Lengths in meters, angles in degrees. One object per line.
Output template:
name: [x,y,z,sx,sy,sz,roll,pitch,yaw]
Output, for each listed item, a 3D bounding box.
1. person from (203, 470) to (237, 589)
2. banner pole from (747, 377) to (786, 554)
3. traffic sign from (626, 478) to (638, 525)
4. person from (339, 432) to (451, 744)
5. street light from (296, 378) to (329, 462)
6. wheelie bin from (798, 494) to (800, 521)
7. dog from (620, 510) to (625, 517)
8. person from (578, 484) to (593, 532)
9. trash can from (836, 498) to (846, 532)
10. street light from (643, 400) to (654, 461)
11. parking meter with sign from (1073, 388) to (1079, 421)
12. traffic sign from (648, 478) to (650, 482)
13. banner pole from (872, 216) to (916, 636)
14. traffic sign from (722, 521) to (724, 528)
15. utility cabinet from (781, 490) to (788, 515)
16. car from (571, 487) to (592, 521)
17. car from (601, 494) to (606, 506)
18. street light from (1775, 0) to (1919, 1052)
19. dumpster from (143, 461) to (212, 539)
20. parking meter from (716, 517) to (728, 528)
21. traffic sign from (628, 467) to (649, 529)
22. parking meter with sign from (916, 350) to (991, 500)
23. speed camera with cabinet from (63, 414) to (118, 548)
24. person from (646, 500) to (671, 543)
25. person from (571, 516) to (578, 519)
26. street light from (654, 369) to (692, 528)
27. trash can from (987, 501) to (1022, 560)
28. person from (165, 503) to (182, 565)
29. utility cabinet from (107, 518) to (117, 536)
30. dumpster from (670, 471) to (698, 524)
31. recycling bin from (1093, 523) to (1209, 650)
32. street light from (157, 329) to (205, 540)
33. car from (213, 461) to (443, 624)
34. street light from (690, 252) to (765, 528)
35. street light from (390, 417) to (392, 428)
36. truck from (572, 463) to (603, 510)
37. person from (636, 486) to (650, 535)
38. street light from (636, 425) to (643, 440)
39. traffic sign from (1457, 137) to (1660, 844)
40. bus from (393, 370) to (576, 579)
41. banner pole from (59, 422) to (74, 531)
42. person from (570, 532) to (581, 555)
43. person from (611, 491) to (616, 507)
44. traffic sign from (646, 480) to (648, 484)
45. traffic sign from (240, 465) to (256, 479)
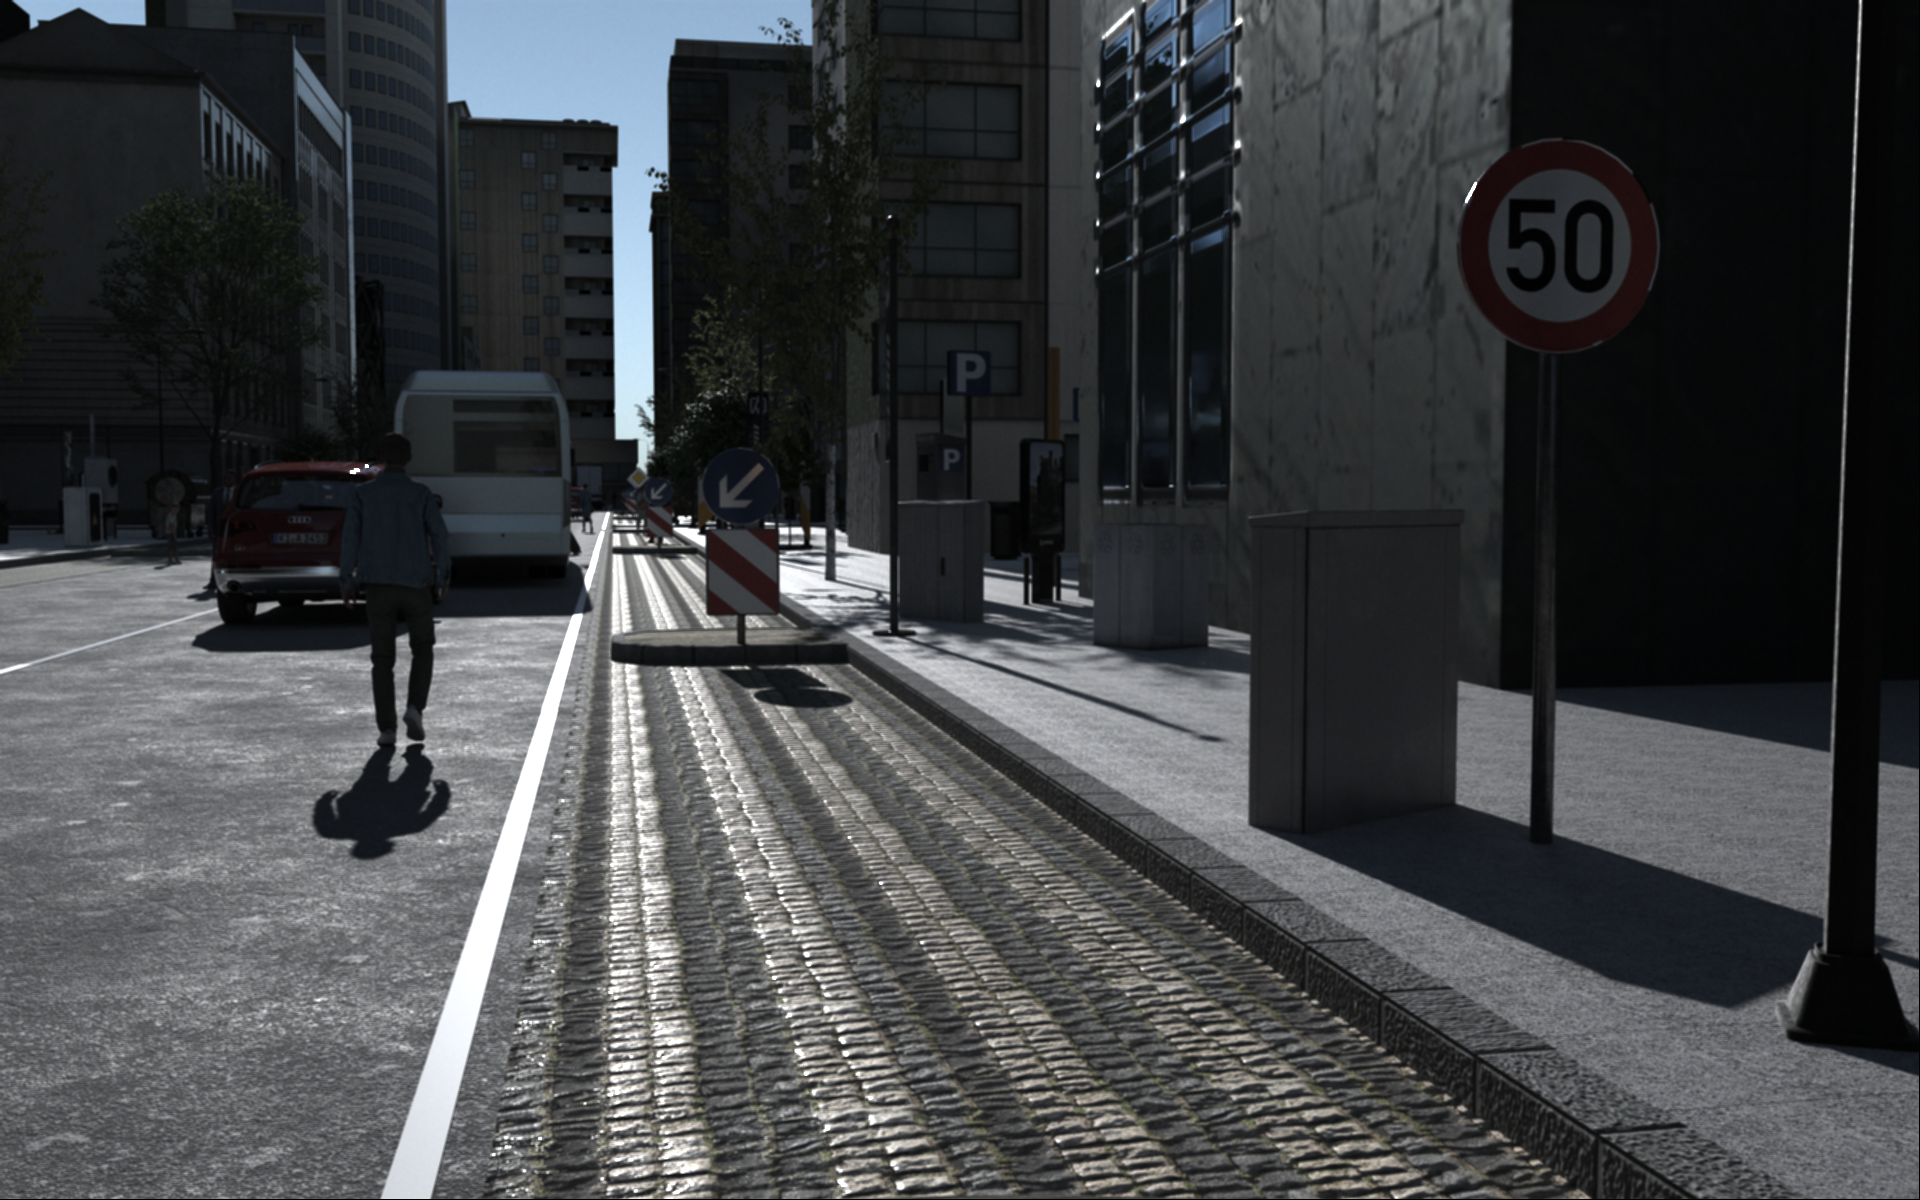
person: [-11.167,-1.082,26.378,0.721,1.800,0.419,-2,4,-23]
banner pole: [-4.175,-2.889,37.257,0.863,3.779,0.401,0,4,8]
traffic sign: [-13.499,-4.194,72.215,0.795,2.450,0.064,-1,4,-11]
person: [-3.217,-0.064,9.888,0.601,1.785,0.444,-1,4,-14]
street light: [-26.032,-5.934,69.557,1.470,5.913,1.316,-1,4,-11]
wheelie bin: [-7.222,-4.550,82.295,0.693,1.594,0.980,3,5,44]
dog: [-19.669,-4.991,100.887,0.540,0.507,0.406,1,4,15]
person: [-13.963,-3.436,64.695,0.581,1.822,0.654,-2,4,-34]
trash can: [-3.785,-2.857,58.359,0.748,1.137,0.748,0,3,0]
street light: [-14.860,-6.943,86.058,1.470,5.913,1.316,-1,4,-11]
parking meter with sign: [2.471,-2.011,29.138,0.543,3.016,1.738,2,4,25]
traffic sign: [-22.269,-7.681,125.689,0.768,2.556,0.104,0,4,-2]
banner pole: [-0.636,-1.584,15.919,0.401,3.779,0.863,-1,4,-9]
traffic sign: [-7.360,-3.278,53.705,0.768,2.556,0.104,0,4,-3]
utility cabinet: [-10.597,-5.913,105.358,0.318,1.500,1.173,0,4,5]
car: [-20.959,-5.172,93.232,2.281,1.827,5.304,-1,4,-13]
car: [-43.089,-12.024,205.259,2.281,1.827,5.304,-1,4,-10]
street light: [1.590,-1.916,3.870,1.470,5.913,1.316,-1,4,-11]
dumpster: [-22.919,-2.949,50.709,1.502,2.255,1.985,-1,4,-11]
parking meter: [-7.769,-2.938,56.446,0.372,1.533,0.369,0,3,0]
traffic sign: [-11.933,-3.715,64.385,0.795,2.450,0.064,-1,4,-11]
parking meter with sign: [-0.223,-1.566,21.871,0.543,3.016,1.738,-2,4,-24]
speed camera with cabinet: [-21.303,-2.943,42.449,0.660,3.252,2.038,0,4,-6]
person: [-8.718,-2.529,50.039,0.721,1.800,0.419,0,4,6]
person: [-22.168,-5.574,99.842,0.606,1.804,0.583,-3,5,-40]
street light: [-10.518,-5.623,64.479,1.470,5.913,1.316,-1,4,-11]
trash can: [0.898,-1.359,33.868,0.748,1.137,0.748,0,3,0]
person: [-15.996,-1.348,35.224,0.352,1.250,0.332,1,4,11]
utility cabinet: [-26.164,-2.670,52.327,1.173,1.500,0.318,-1,4,-19]
dumpster: [-11.764,-4.393,74.317,1.502,2.255,1.985,-1,4,-11]
recycling bin: [1.616,-0.128,14.653,0.722,1.027,0.722,-3,4,-38]
street light: [-21.949,-4.666,48.836,1.470,5.913,1.316,-1,4,-11]
car: [-7.469,-0.744,20.833,2.281,1.827,5.304,-1,4,-11]
street light: [-4.399,-3.732,33.556,1.470,5.913,1.316,-1,4,-11]
street light: [-32.046,-7.757,99.365,1.470,5.913,1.316,-1,4,-11]
truck: [-35.132,-10.689,163.675,2.839,4.237,11.283,-1,4,-13]
person: [-10.935,-3.071,59.716,0.512,1.701,0.522,-1,4,-11]
street light: [-20.805,-8.784,116.160,1.470,5.913,1.316,-1,4,-11]
traffic sign: [2.142,-0.379,6.303,0.768,2.556,0.104,0,4,-8]
bus: [-8.635,-2.295,32.377,2.948,3.499,13.247,-1,4,-13]
banner pole: [-31.022,-4.289,60.149,0.863,3.779,0.401,2,4,33]
person: [-9.636,-1.946,40.528,1.509,1.804,0.699,-2,4,-23]
person: [-38.418,-11.175,192.029,0.721,1.723,1.217,1,4,12]
traffic sign: [-24.424,-8.368,136.927,0.768,2.556,0.104,0,4,-7]
traffic sign: [-25.259,-3.639,61.628,0.606,2.300,0.079,-1,4,-11]
